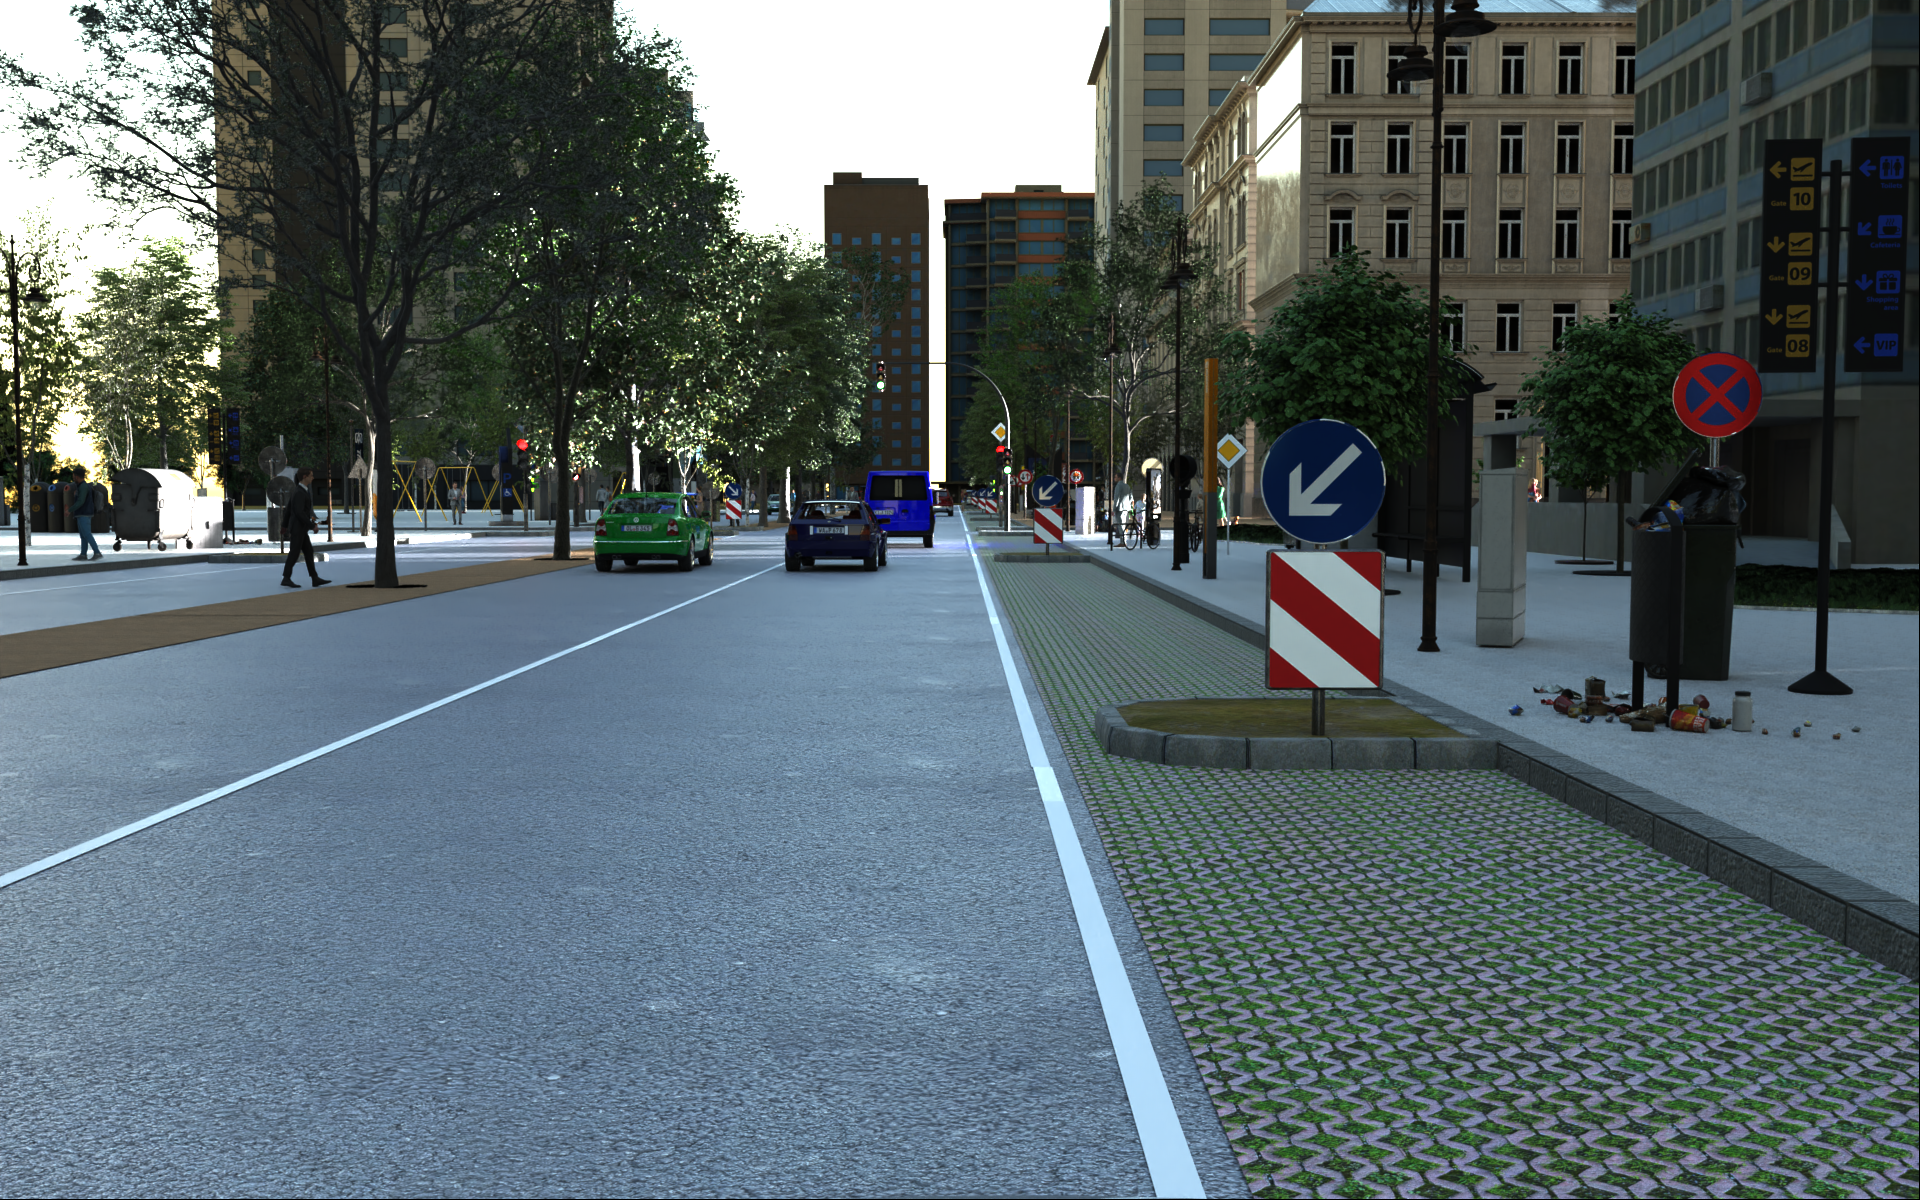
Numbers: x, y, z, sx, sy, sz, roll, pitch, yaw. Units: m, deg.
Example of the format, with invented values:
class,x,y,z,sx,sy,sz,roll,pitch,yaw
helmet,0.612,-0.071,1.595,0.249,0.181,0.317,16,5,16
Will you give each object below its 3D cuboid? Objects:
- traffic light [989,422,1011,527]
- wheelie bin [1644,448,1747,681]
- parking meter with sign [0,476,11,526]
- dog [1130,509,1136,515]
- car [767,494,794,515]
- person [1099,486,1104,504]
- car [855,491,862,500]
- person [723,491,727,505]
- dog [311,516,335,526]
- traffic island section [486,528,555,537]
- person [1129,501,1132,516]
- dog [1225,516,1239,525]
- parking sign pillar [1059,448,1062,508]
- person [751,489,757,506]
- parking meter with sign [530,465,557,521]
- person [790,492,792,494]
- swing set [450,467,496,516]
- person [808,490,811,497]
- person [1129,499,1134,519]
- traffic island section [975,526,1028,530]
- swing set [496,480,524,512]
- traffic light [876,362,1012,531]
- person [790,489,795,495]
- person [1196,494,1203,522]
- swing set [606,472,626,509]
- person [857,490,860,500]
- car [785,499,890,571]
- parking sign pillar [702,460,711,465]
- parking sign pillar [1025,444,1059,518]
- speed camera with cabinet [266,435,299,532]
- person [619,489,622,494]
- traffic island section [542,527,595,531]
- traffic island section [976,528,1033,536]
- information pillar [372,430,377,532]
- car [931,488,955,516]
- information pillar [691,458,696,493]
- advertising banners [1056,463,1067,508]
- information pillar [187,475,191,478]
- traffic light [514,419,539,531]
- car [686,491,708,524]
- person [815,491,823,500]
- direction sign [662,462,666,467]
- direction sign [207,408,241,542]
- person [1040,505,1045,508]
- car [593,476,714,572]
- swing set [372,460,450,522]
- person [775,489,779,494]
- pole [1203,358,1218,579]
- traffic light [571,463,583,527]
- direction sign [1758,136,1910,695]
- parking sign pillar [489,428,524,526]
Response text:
class,x,y,z,sx,sy,sz,roll,pitch,yaw
traffic light,1.575,-4.820,67.726,0.839,4.253,0.868,0,4,0
wheelie bin,5.148,-0.261,12.180,0.693,1.594,0.980,1,4,22
parking meter with sign,-38.781,-4.488,69.644,0.543,3.016,1.738,0,4,-8
dog,10.444,-5.358,105.336,0.748,0.427,0.550,1,4,21
car,-12.410,-6.531,118.584,2.131,1.459,4.920,0,4,0
person,9.794,-6.914,118.868,0.755,1.850,0.659,3,5,41
car,-12.716,-12.473,212.598,2.281,1.827,5.304,0,4,-1
person,-26.892,-11.711,198.982,0.593,1.643,0.415,-1,4,-12
dog,-26.412,-3.319,71.999,0.748,0.427,0.550,2,4,30
traffic island section,-15.001,-2.295,59.808,2.009,0.180,2.903,0,4,0
person,8.044,-4.782,84.241,0.660,1.820,0.620,1,4,10
dog,9.458,-2.659,60.304,0.406,0.507,0.540,1,4,22
parking sign pillar,5.187,-6.789,99.468,1.447,3.967,1.447,-1,4,-17
person,-23.001,-11.458,193.241,0.709,1.838,0.599,-1,4,-10
parking meter with sign,-20.359,-5.390,84.379,0.543,3.016,1.738,2,4,27
person,-20.087,-12.393,208.628,1.348,1.831,0.705,-1,4,-12
swing set,-29.295,-6.294,100.533,3.119,2.851,2.862,2,4,33
person,-19.221,-13.017,218.954,1.350,1.814,0.705,3,5,40
person,8.692,-4.773,88.322,0.306,1.304,0.590,-1,4,-18
traffic island section,1.615,-2.786,67.840,2.009,0.180,2.903,0,4,0
swing set,-31.347,-7.426,119.034,2.862,2.851,3.119,-1,4,-12
traffic light,-0.492,-5.194,59.593,4.771,5.953,1.251,0,4,0
person,-17.893,-11.041,186.559,1.348,1.824,0.705,-1,4,-12
person,9.283,-3.464,66.950,0.640,1.303,0.475,-1,4,-14
swing set,-23.734,-7.714,123.746,2.862,2.851,3.119,-1,4,-22
person,-10.250,-10.128,174.104,0.705,1.822,1.348,3,5,40
car,-2.349,-1.278,33.481,1.945,1.354,3.894,0,4,1
parking sign pillar,-19.326,-8.649,129.879,1.447,3.967,1.447,-2,4,-31
parking sign pillar,4.186,-6.410,93.268,1.447,3.967,1.447,-2,4,-26
speed camera with cabinet,-22.498,-3.867,57.565,0.660,3.252,2.038,0,4,-7
person,-28.182,-8.411,144.371,0.445,1.727,0.742,-2,4,-26
traffic island section,-15.027,-2.784,67.793,2.009,0.180,2.903,0,4,0
traffic island section,1.640,-2.298,59.855,2.009,0.180,2.903,0,4,0
information pillar,-19.780,-4.123,58.773,0.183,3.616,0.504,1,4,9
car,-1.459,-6.369,112.807,2.281,1.827,5.304,0,4,1
information pillar,-17.268,-7.401,112.368,0.183,3.616,0.504,-3,5,-42
advertising banners,5.387,-6.203,97.605,0.090,3.025,2.074,-3,4,-36
information pillar,-30.535,-3.906,68.350,0.304,2.012,0.304,3,5,40
traffic light,-14.961,-4.327,59.673,0.839,4.253,0.868,0,4,0
car,-11.506,-3.812,71.920,1.945,1.707,3.694,0,4,0
person,-15.107,-10.779,185.292,0.990,1.755,0.434,-1,4,-18
direction sign,-20.366,-7.784,119.271,0.379,3.537,0.876,0,4,7
direction sign,-19.396,-3.285,45.711,0.876,3.537,0.379,0,4,7
person,4.306,-4.965,87.785,0.524,1.755,0.480,0,4,7
car,-5.854,-1.506,33.422,1.959,1.807,4.718,0,4,-1
swing set,-26.189,-5.138,81.631,2.862,2.851,3.119,0,4,8
person,-18.494,-10.401,176.194,1.348,1.812,0.705,0,4,8
pole,3.780,-1.975,26.142,0.158,3.312,0.155,0,3,0
traffic light,-12.895,-5.690,67.700,4.771,5.953,1.251,0,4,0
direction sign,5.576,-1.170,11.121,0.876,3.537,0.379,0,4,6
parking sign pillar,-18.307,-4.979,69.886,1.447,3.967,1.447,-1,4,-18
